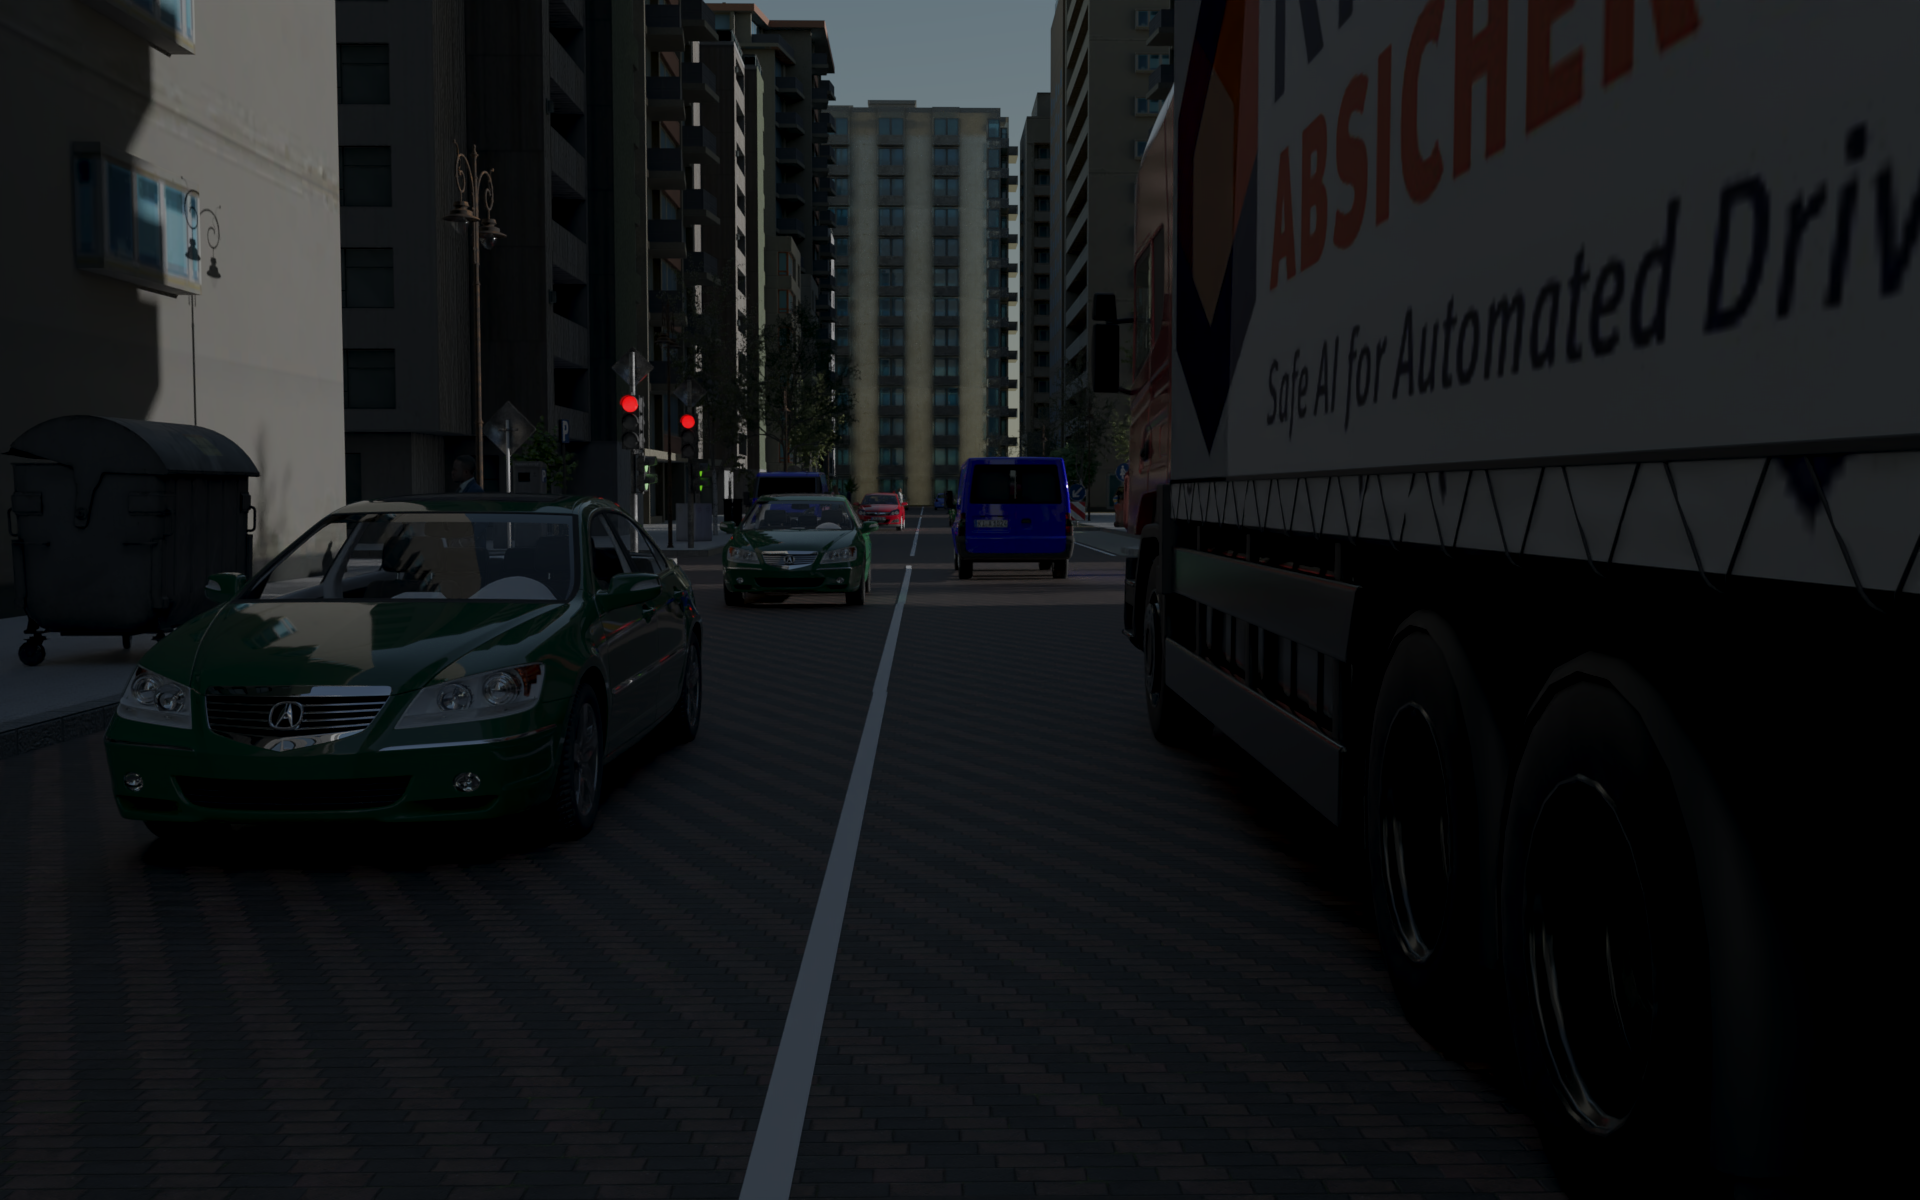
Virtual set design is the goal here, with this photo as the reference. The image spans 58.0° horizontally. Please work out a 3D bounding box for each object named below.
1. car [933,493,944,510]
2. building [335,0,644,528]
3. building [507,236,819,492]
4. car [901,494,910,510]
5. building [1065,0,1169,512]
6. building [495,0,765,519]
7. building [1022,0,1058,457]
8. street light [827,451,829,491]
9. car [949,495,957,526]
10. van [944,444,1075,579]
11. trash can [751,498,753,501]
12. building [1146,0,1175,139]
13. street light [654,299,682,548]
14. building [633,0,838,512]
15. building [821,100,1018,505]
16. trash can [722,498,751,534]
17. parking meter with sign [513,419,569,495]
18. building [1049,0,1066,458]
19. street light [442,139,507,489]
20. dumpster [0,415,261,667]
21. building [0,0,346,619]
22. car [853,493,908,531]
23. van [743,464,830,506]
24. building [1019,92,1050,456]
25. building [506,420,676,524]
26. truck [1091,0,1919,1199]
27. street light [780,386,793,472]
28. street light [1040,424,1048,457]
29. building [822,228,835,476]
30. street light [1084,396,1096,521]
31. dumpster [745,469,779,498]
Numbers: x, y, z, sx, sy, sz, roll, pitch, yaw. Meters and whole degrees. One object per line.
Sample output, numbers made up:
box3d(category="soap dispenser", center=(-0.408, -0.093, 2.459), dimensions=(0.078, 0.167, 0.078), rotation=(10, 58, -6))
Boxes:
box3d(category="car", center=(-1.430, -8.798, 153.439), dimensions=(1.945, 1.707, 3.694), rotation=(0, 4, -2))
box3d(category="building", center=(-17.415, -17.005, 49.727), dimensions=(14.160, 30.474, 14.107), rotation=(0, 4, -1))
box3d(category="building", center=(-25.397, -17.460, 130.518), dimensions=(27.650, 21.520, 28.899), rotation=(0, 4, -1))
box3d(category="car", center=(-5.431, -8.725, 152.873), dimensions=(2.015, 1.641, 3.980), rotation=(0, 4, 1))
box3d(category="building", center=(19.513, -31.134, 132.739), dimensions=(21.300, 48.544, 21.600), rotation=(0, 4, -1))
box3d(category="building", center=(-19.868, -20.603, 108.555), dimensions=(14.160, 30.474, 14.107), rotation=(0, 4, -1))
box3d(category="building", center=(18.212, -52.592, 172.547), dimensions=(22.319, 86.520, 31.000), rotation=(0, 4, -1))
box3d(category="street light", center=(-8.140, -8.208, 106.985), dimensions=(0.468, 5.910, 1.993), rotation=(0, 4, -1))
box3d(category="car", center=(0.451, -4.119, 76.136), dimensions=(1.959, 1.807, 4.718), rotation=(0, 4, -3))
box3d(category="van", center=(0.856, -1.624, 30.932), dimensions=(2.240, 2.365, 5.245), rotation=(0, 4, -1))
box3d(category="trash can", center=(-7.559, -3.170, 63.483), dimensions=(0.748, 1.137, 0.748), rotation=(0, 3, 0))
box3d(category="building", center=(21.763, -26.832, 93.335), dimensions=(22.147, 44.769, 28.867), rotation=(0, 4, -1))
box3d(category="street light", center=(-6.925, -4.187, 41.239), dimensions=(0.468, 5.910, 1.993), rotation=(0, 4, -1))
box3d(category="building", center=(-22.748, -30.830, 158.694), dimensions=(22.147, 44.769, 28.867), rotation=(0, 4, -1))
box3d(category="building", center=(-8.343, -36.312, 213.316), dimensions=(30.456, 49.044, 23.786), rotation=(0, 4, -1))
box3d(category="trash can", center=(-7.347, -2.718, 56.089), dimensions=(0.748, 1.137, 0.748), rotation=(0, 3, 0))
box3d(category="parking meter with sign", center=(-10.074, -2.710, 40.575), dimensions=(1.738, 3.016, 0.543), rotation=(0, 4, 5))
box3d(category="building", center=(15.242, -30.646, 151.172), dimensions=(14.600, 45.320, 14.200), rotation=(0, 4, -1))
box3d(category="street light", center=(-6.428, -3.077, 23.092), dimensions=(0.468, 5.910, 1.993), rotation=(0, 4, -1))
box3d(category="dumpster", center=(-6.434, -0.477, 13.554), dimensions=(1.264, 1.857, 1.865), rotation=(0, 4, -1))
box3d(category="building", center=(-20.333, -23.998, 16.075), dimensions=(21.600, 48.544, 21.300), rotation=(0, 4, -1))
box3d(category="car", center=(-3.147, -3.666, 68.986), dimensions=(2.155, 1.783, 4.494), rotation=(0, 4, 0))
box3d(category="van", center=(-4.507, -2.559, 46.216), dimensions=(2.240, 2.365, 5.245), rotation=(0, 4, -2))
box3d(category="building", center=(18.027, -36.031, 212.814), dimensions=(21.600, 48.544, 21.300), rotation=(0, 4, -1))
box3d(category="building", center=(-22.915, -25.933, 78.621), dimensions=(22.147, 44.769, 28.867), rotation=(0, 4, -1))
box3d(category="truck", center=(2.320, -1.082, 6.597), dimensions=(2.839, 4.237, 11.283), rotation=(0, 4, -1))
box3d(category="street light", center=(-7.477, -6.221, 74.497), dimensions=(0.468, 5.910, 1.993), rotation=(0, 4, -1))
box3d(category="street light", center=(5.528, -8.692, 114.908), dimensions=(0.468, 5.910, 1.993), rotation=(0, 4, -1))
box3d(category="building", center=(-20.285, -25.089, 181.902), dimensions=(14.107, 30.474, 14.160), rotation=(0, 4, -1))
box3d(category="street light", center=(6.139, -6.691, 82.191), dimensions=(0.468, 5.910, 1.993), rotation=(0, 4, -1))
box3d(category="dumpster", center=(-7.347, -3.868, 65.738), dimensions=(1.502, 2.255, 1.985), rotation=(0, 4, -1))
